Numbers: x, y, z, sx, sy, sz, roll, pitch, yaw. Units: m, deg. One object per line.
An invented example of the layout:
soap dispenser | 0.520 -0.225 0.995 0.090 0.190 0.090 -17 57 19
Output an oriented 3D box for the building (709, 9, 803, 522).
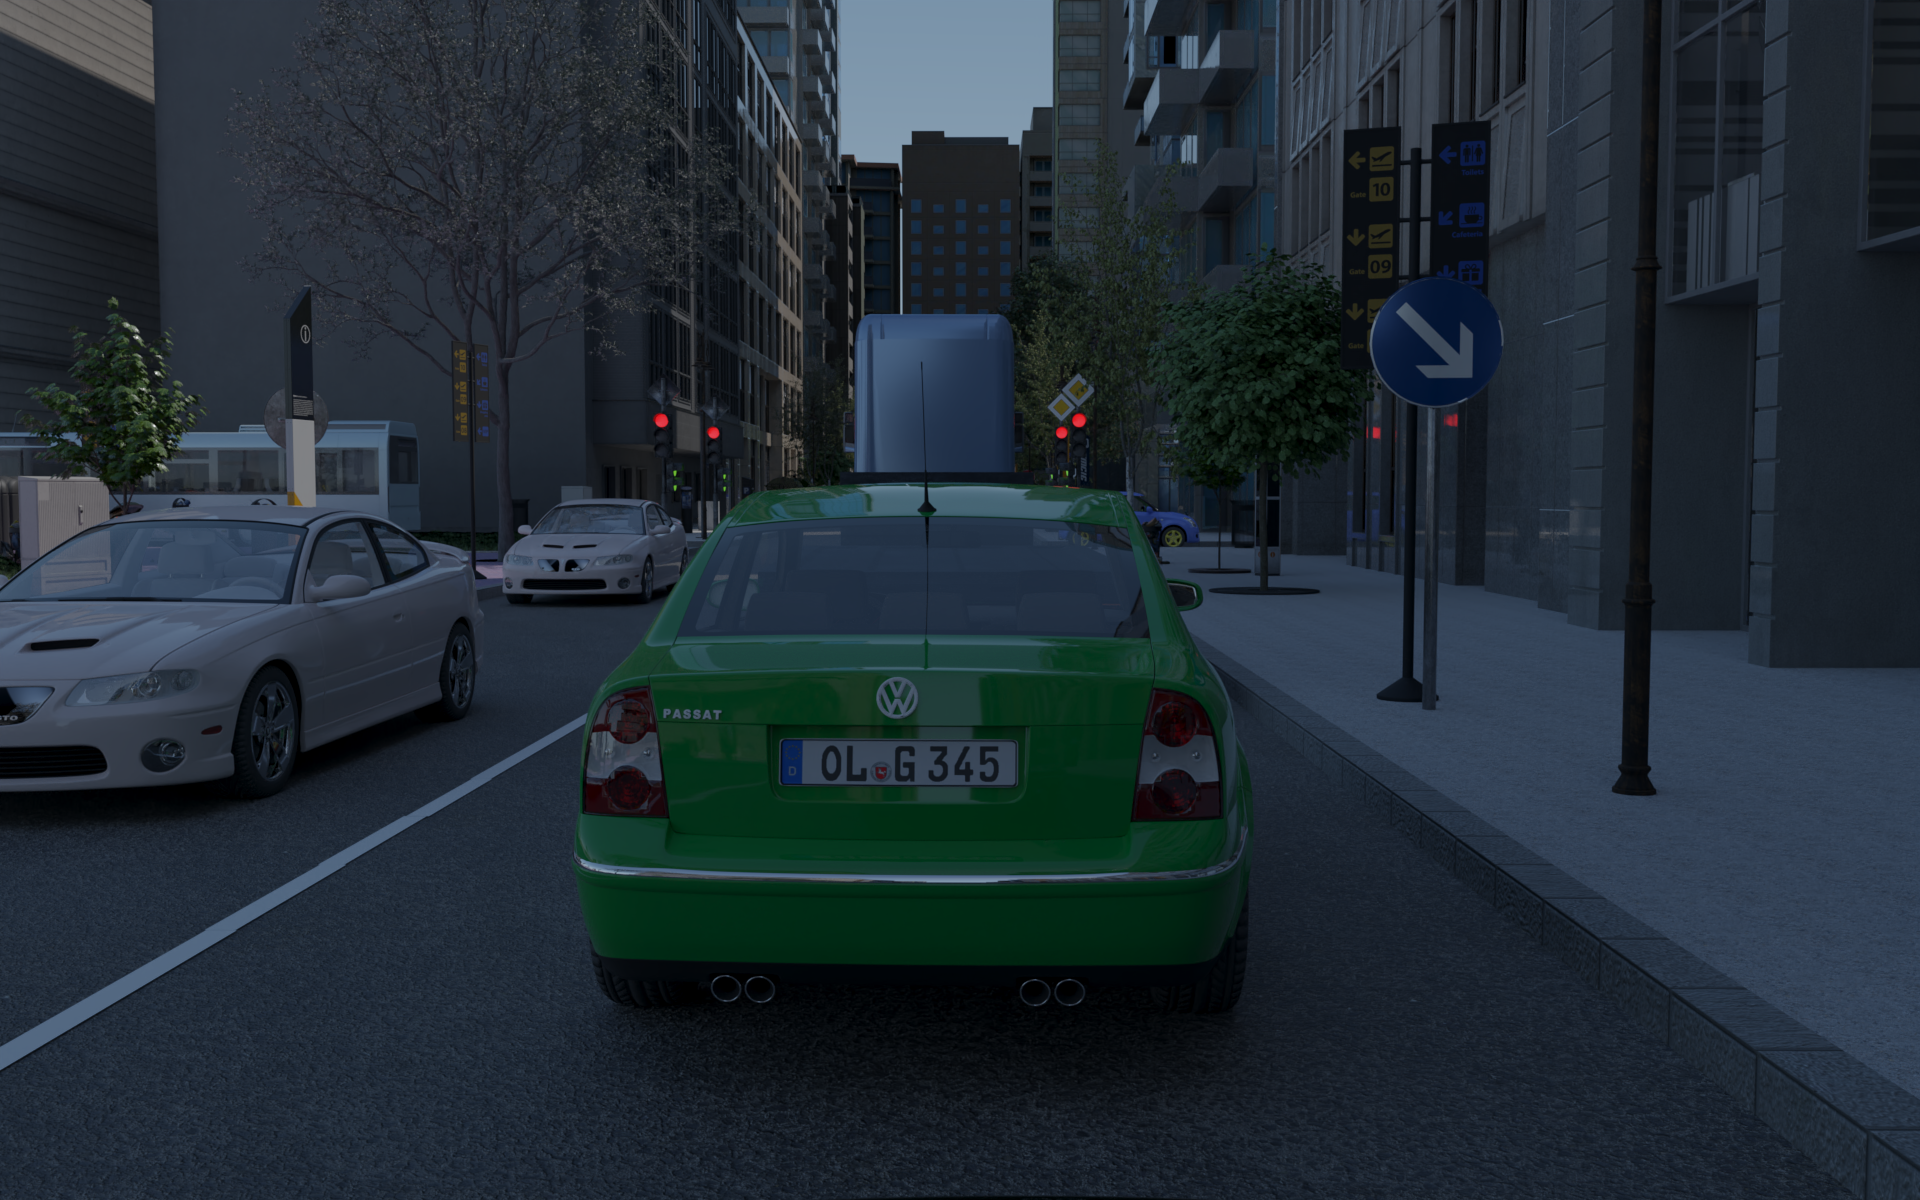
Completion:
building | -19.648 -17.576 91.885 19.350 26.468 34.151 0 4 0

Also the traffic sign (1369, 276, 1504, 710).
traffic sign | 2.795 -0.620 10.242 0.768 2.556 0.104 0 4 7

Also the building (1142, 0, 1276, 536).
building | 21.766 -26.968 60.529 30.456 49.044 23.786 0 4 0

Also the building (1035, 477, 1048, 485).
building | 24.221 -30.059 183.348 32.217 40.220 23.993 0 4 0

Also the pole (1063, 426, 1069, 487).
pole | 3.191 -3.567 52.172 0.158 3.312 0.155 0 3 0

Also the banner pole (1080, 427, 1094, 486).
banner pole | 4.791 -4.580 64.904 0.863 3.779 0.401 0 4 -2

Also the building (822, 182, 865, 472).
building | -16.320 -23.826 161.255 14.160 30.474 14.107 0 4 0

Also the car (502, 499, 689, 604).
car | -4.970 -0.720 24.131 2.083 1.381 4.827 0 4 1

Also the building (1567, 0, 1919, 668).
building | 11.260 -13.699 1.479 11.434 29.767 29.804 0 4 0

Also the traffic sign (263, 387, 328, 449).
traffic sign | -7.789 -1.236 20.322 0.768 2.556 0.104 0 4 1

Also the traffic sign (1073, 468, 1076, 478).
traffic sign | 3.721 -3.584 59.782 0.795 2.450 0.064 0 4 7

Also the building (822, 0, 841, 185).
building | -24.737 -53.286 183.891 31.000 86.520 22.319 0 4 0

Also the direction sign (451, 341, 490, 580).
direction sign | -7.333 -2.081 26.026 0.379 3.537 0.876 1 4 20

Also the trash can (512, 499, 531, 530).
trash can | -12.488 -2.276 48.858 0.748 1.137 0.748 0 3 0

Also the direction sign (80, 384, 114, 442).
direction sign | -17.549 -2.660 35.483 0.379 3.537 0.876 2 4 33

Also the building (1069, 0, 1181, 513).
building | 18.209 -48.123 99.486 22.319 86.520 31.000 0 4 0

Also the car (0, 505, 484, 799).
car | -4.119 0.164 9.677 2.083 1.381 4.827 0 4 2

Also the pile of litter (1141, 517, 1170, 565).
pile of litter | 3.282 -1.098 31.921 1.176 0.858 1.719 0 4 7

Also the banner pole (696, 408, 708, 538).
banner pole | -7.530 -3.705 50.589 0.401 3.779 0.863 0 4 -6

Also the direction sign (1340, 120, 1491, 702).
direction sign | 2.801 -1.146 10.733 0.876 3.537 0.379 1 4 19

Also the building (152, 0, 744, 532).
building | -16.441 -16.446 62.406 14.314 27.812 24.014 0 4 0

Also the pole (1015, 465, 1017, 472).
pole | 3.495 -7.027 108.742 0.158 3.312 0.155 0 3 0

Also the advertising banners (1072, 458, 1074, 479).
advertising banners | 3.947 -4.049 62.394 0.090 3.025 2.074 1 4 13

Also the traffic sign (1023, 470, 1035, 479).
traffic sign | 3.564 -5.581 91.353 0.768 2.556 0.104 0 4 3

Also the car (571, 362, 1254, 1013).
car | -0.052 0.160 6.185 1.959 1.807 4.718 0 4 2

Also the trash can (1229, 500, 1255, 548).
trash can | 6.749 -1.802 41.119 0.748 1.137 0.748 0 3 0

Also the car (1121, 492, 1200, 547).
car | 4.415 -2.183 45.286 3.694 1.707 1.945 0 4 2

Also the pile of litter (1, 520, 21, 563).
pile of litter | -16.501 -1.029 30.783 1.719 0.858 1.176 -3 4 -38

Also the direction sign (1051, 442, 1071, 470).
direction sign | 4.329 -5.034 74.305 0.876 3.537 0.379 0 4 -8

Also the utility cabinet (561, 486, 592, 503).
utility cabinet | -10.685 -2.428 48.376 0.318 1.500 1.173 -3 5 -43

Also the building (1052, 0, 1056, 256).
building | 18.854 -37.601 156.781 21.231 58.520 28.212 0 4 0

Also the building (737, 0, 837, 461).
building | -21.646 -31.717 138.184 23.786 49.044 30.456 0 4 0

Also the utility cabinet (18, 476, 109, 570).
utility cabinet | -11.317 -0.811 21.945 0.318 1.500 1.173 1 4 16

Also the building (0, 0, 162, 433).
building | -40.091 -16.483 56.883 23.554 28.519 14.401 0 4 0

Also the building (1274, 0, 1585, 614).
building | 12.581 -12.747 26.441 12.078 24.808 19.932 0 4 0

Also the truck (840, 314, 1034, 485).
truck | -0.259 -1.861 20.186 2.967 4.110 18.799 0 4 -1
